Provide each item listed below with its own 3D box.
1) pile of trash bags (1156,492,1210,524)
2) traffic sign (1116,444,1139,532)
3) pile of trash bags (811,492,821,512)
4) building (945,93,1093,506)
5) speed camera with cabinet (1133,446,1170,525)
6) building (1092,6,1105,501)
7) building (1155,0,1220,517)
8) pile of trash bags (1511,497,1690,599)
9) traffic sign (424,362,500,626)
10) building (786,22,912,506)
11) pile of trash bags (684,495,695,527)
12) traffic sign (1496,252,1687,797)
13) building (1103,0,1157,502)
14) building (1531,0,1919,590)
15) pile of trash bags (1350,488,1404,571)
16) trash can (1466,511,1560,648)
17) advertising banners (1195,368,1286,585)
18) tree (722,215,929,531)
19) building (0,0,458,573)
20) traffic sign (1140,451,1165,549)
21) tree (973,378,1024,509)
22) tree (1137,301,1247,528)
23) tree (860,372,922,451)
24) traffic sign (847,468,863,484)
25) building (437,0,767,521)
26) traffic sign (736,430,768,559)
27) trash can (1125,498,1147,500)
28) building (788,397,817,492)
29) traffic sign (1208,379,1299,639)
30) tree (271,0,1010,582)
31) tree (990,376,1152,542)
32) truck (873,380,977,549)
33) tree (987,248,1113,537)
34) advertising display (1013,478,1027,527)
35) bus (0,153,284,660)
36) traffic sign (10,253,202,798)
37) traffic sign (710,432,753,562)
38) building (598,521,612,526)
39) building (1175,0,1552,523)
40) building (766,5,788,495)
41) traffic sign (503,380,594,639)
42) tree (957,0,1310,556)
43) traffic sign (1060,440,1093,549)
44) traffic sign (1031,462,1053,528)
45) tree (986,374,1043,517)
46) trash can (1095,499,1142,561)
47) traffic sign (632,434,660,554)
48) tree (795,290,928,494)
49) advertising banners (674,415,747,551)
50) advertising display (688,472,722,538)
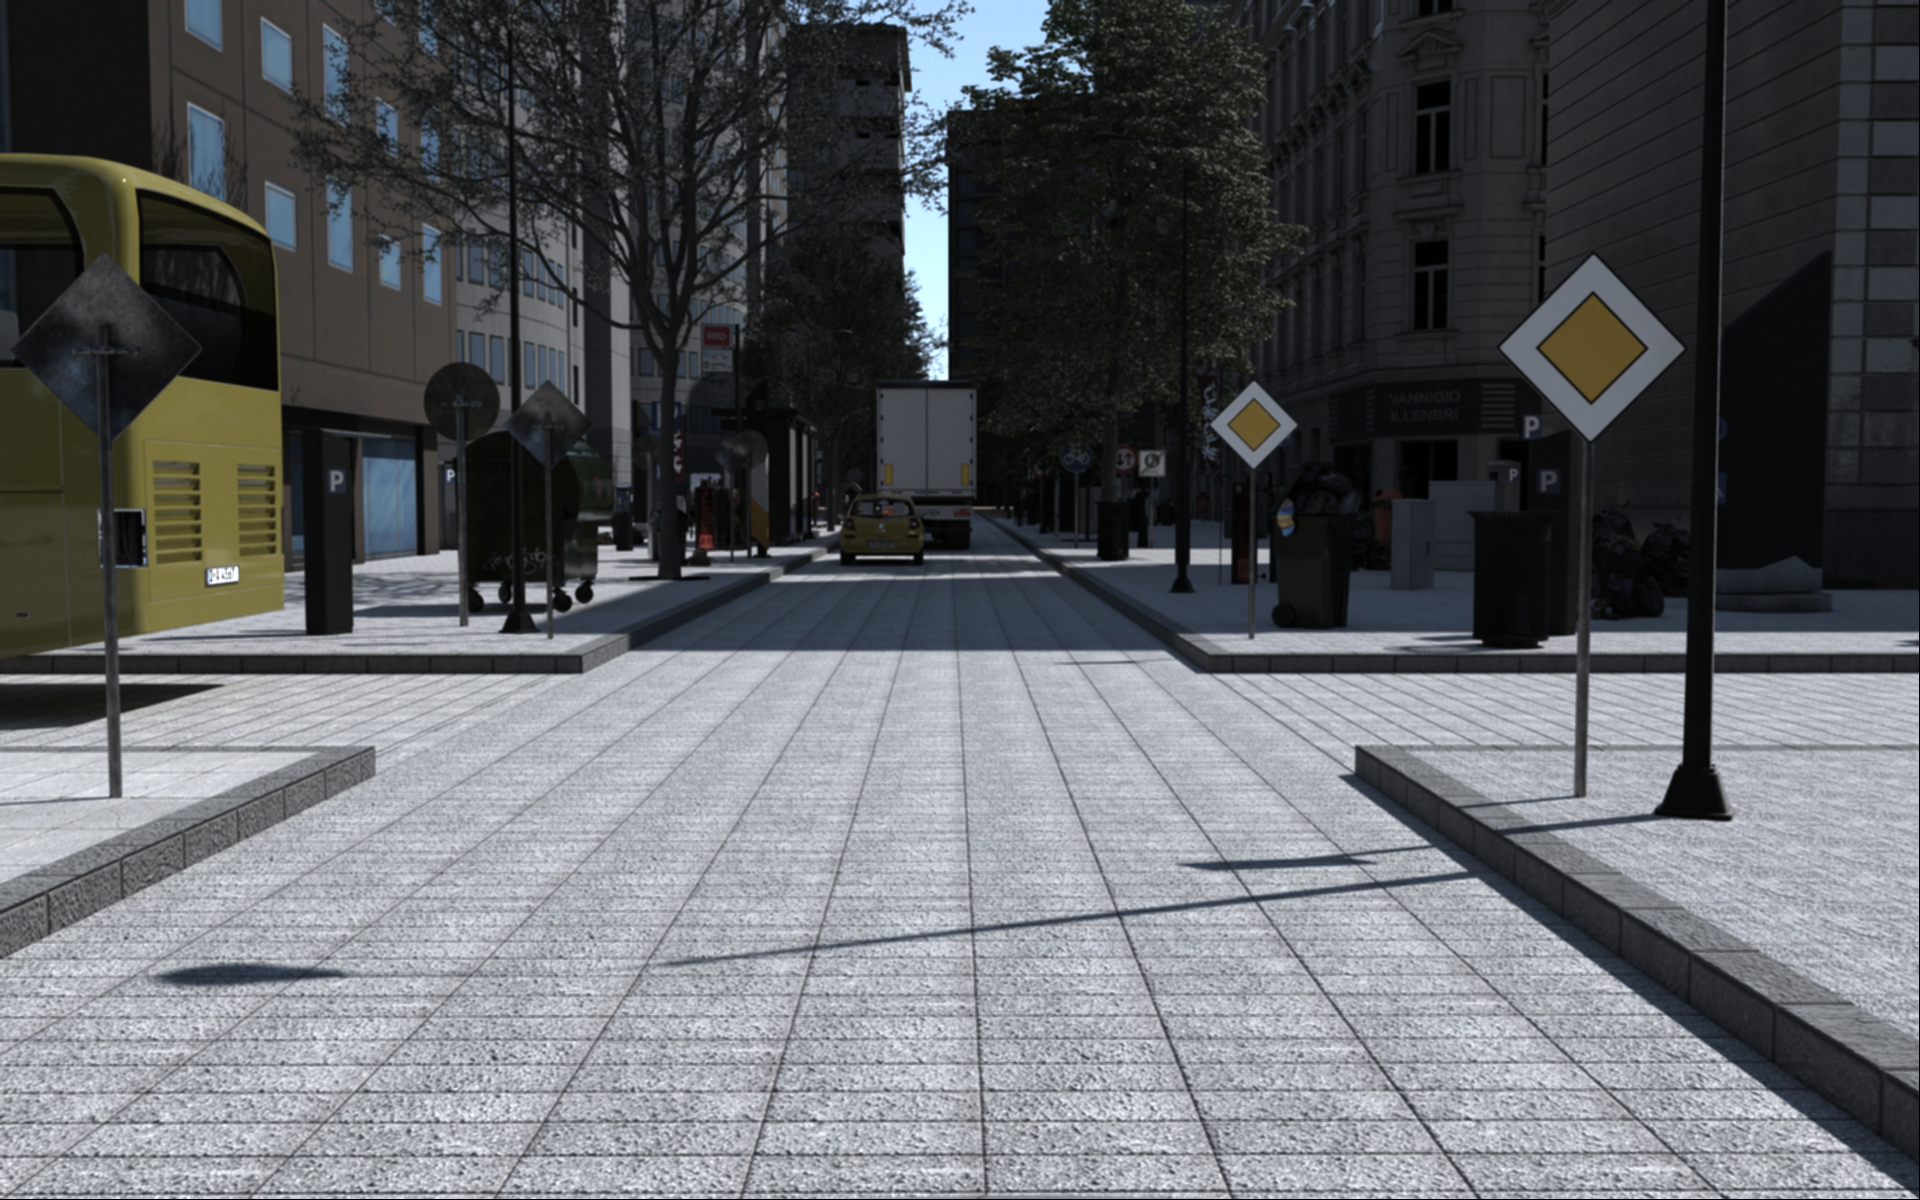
[{"bbox_3d":[9.169,-4.020,75.472,3.447,1.369,1.912,1,4,12],"label":"pile of trash bags"},{"bbox_3d":[4.196,-2.704,44.318,0.768,2.556,0.104,0,4,3],"label":"traffic sign"},{"bbox_3d":[-8.182,-4.387,81.472,3.447,1.369,1.912,1,4,17],"label":"pile of trash bags"},{"bbox_3d":[11.137,-32.874,192.108,28.867,44.769,22.147,0,4,0],"label":"building"},{"bbox_3d":[7.908,-4.721,71.523,0.660,3.252,2.038,-2,4,-25],"label":"speed camera with cabinet"},{"bbox_3d":[21.423,-36.714,142.277,21.231,58.520,28.212,0,4,0],"label":"building"},{"bbox_3d":[18.163,-25.457,99.819,14.154,41.232,14.086,0,4,0],"label":"building"},{"bbox_3d":[8.869,-0.760,22.186,3.447,1.369,1.912,-1,4,-10],"label":"pile of trash bags"},{"bbox_3d":[-4.815,-1.017,16.737,0.768,2.556,0.104,0,4,7],"label":"traffic sign"},{"bbox_3d":[-17.247,-37.108,195.949,27.495,52.752,28.713,0,4,0],"label":"building"},{"bbox_3d":[-11.380,-3.540,67.636,1.912,1.369,3.447,0,4,-2],"label":"pile of trash bags"},{"bbox_3d":[2.627,-0.223,7.281,0.795,2.450,0.064,0,4,0],"label":"traffic sign"},{"bbox_3d":[21.385,-30.215,117.721,21.300,48.544,21.600,0,4,0],"label":"building"},{"bbox_3d":[23.645,-14.117,28.082,25.104,27.353,12.463,0,4,0],"label":"building"},{"bbox_3d":[6.782,-1.183,29.091,1.912,1.369,3.447,0,4,-3],"label":"pile of trash bags"},{"bbox_3d":[4.640,-0.179,14.575,0.748,1.137,0.748,0,3,0],"label":"trash can"},{"bbox_3d":[4.082,-1.740,24.641,2.074,3.025,0.090,-3,4,-36],"label":"advertising banners"},{"bbox_3d":[-4.639,-7.618,58.969,8.767,10.594,7.601,2,4,31],"label":"tree"},{"bbox_3d":[-17.658,-23.173,28.984,14.600,45.320,14.200,0,4,0],"label":"building"},{"bbox_3d":[4.478,-2.343,40.430,0.606,2.300,0.079,0,4,3],"label":"traffic sign"},{"bbox_3d":[3.233,-13.690,149.593,9.928,11.665,9.643,0,3,0],"label":"tree"},{"bbox_3d":[8.575,-6.981,64.499,4.360,8.622,3.978,0,3,0],"label":"tree"},{"bbox_3d":[-4.947,-12.789,134.847,9.928,11.665,9.643,0,3,0],"label":"tree"},{"bbox_3d":[-5.132,-5.160,84.469,0.768,2.556,0.104,0,4,1],"label":"traffic sign"},{"bbox_3d":[-23.601,-34.357,103.739,21.231,58.520,28.212,0,4,0],"label":"building"},{"bbox_3d":[-4.178,-2.091,34.296,0.768,2.556,0.104,1,4,9],"label":"traffic sign"},{"bbox_3d":[6.020,-2.908,59.202,0.748,1.137,0.748,0,3,0],"label":"trash can"},{"bbox_3d":[-28.563,-50.929,145.355,31.000,86.520,22.319,0,4,0],"label":"building"},{"bbox_3d":[2.576,-0.711,15.266,0.795,2.450,0.064,0,4,0],"label":"traffic sign"},{"bbox_3d":[-4.393,-7.051,25.654,12.009,13.543,11.850,0,3,0],"label":"tree"},{"bbox_3d":[3.540,-3.876,47.089,4.285,4.588,4.351,0,3,0],"label":"tree"},{"bbox_3d":[-1.036,-3.625,48.189,2.839,4.237,11.283,0,4,-2],"label":"truck"},{"bbox_3d":[2.872,-6.236,52.315,4.737,8.622,4.395,0,3,0],"label":"tree"},{"bbox_3d":[2.533,-4.148,73.033,0.123,1.923,0.974,2,4,32],"label":"advertising display"},{"bbox_3d":[-11.209,-1.239,11.811,12.252,3.916,2.896,0,4,-1],"label":"bus"},{"bbox_3d":[-3.567,-0.221,7.262,0.795,2.450,0.064,0,4,0],"label":"traffic sign"},{"bbox_3d":[-4.273,-1.910,32.422,0.795,2.450,0.064,0,4,1],"label":"traffic sign"},{"bbox_3d":[-24.338,-31.541,57.691,21.231,58.520,28.212,0,4,0],"label":"building"},{"bbox_3d":[19.751,-17.857,68.372,17.030,29.872,44.131,0,4,0],"label":"building"},{"bbox_3d":[-20.134,-29.107,126.005,14.600,45.320,14.200,0,4,0],"label":"building"},{"bbox_3d":[-3.618,-0.710,15.247,0.795,2.450,0.064,0,4,0],"label":"traffic sign"},{"bbox_3d":[3.491,-7.194,35.752,7.486,12.596,7.792,0,3,0],"label":"tree"},{"bbox_3d":[2.734,-2.480,40.659,0.768,2.556,0.104,0,4,4],"label":"traffic sign"},{"bbox_3d":[2.696,-3.476,56.935,0.768,2.556,0.104,0,4,2],"label":"traffic sign"},{"bbox_3d":[3.597,-8.896,95.819,4.360,8.622,3.978,0,3,0],"label":"tree"},{"bbox_3d":[2.959,-1.332,33.433,0.748,1.137,0.748,0,3,0],"label":"trash can"},{"bbox_3d":[-6.605,-2.245,36.805,0.768,2.556,0.104,0,4,6],"label":"traffic sign"},{"bbox_3d":[-4.818,-10.511,89.978,7.486,12.596,7.792,0,3,0],"label":"tree"},{"bbox_3d":[-5.665,-2.594,38.604,2.074,3.025,0.090,-3,4,-38],"label":"advertising banners"},{"bbox_3d":[-7.369,-2.751,50.189,0.974,1.923,0.123,-1,4,-18],"label":"advertising display"}]
